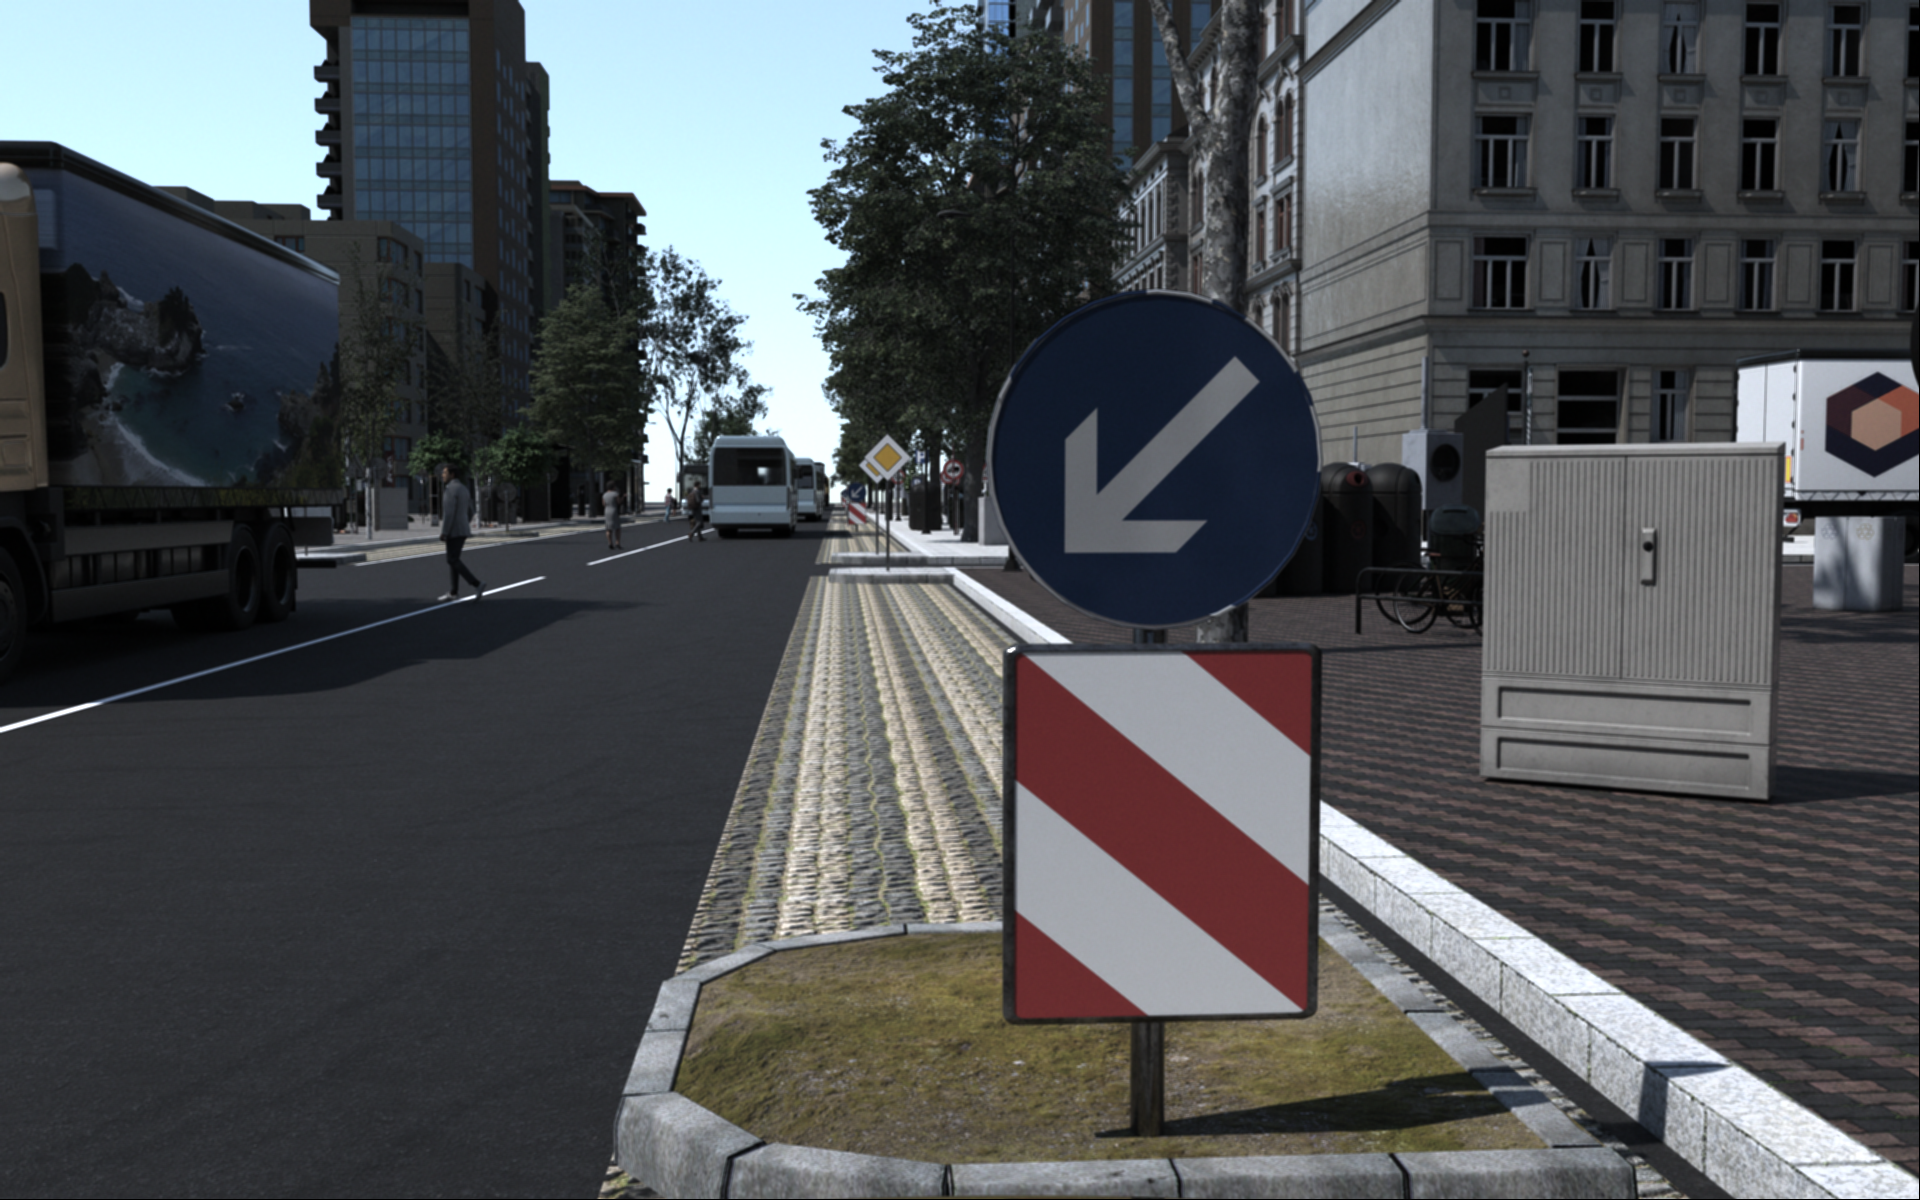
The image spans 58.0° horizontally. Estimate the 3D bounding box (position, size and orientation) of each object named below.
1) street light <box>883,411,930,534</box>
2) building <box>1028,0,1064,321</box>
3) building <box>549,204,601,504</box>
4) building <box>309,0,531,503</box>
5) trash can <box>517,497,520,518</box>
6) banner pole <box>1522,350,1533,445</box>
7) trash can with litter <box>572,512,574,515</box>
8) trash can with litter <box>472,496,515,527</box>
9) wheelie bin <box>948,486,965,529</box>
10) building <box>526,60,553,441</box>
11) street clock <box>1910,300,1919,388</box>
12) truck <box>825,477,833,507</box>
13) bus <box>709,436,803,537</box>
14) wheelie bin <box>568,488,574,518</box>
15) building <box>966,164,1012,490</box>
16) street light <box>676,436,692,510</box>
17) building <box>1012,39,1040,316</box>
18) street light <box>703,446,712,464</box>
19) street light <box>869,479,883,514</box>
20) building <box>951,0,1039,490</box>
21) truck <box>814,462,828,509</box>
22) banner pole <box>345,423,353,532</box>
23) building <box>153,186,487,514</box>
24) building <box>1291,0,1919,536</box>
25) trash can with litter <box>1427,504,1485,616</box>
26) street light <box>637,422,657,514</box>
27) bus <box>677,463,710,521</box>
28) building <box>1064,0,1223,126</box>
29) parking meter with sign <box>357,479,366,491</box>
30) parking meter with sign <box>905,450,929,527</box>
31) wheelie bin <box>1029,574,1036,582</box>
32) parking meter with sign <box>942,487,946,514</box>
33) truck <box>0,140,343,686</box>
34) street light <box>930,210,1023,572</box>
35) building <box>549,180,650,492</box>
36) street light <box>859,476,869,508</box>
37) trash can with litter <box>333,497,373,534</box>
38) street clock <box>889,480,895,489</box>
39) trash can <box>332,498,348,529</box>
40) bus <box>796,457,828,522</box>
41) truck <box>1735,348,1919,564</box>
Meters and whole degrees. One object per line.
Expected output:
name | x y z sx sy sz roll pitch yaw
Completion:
street light | -1.626 -5.076 55.532 1.470 5.913 1.316 0 4 -4
building | 17.611 -32.168 145.550 23.786 49.044 30.456 0 4 -4
building | -58.842 -32.141 217.391 32.217 40.220 23.993 0 4 -4
building | -44.282 -30.242 144.560 14.600 45.320 14.200 0 4 -4
trash can | -23.478 -4.984 93.138 0.748 1.137 0.748 0 3 0
banner pole | 9.773 -2.439 29.889 0.401 3.779 0.863 0 4 8
trash can with litter | -23.353 -5.562 102.332 1.055 1.170 0.624 0 4 4
trash can with litter | -18.393 -3.445 67.386 1.678 1.210 2.233 -2 4 -31
wheelie bin | -0.078 -3.462 64.508 0.693 1.594 0.980 -1 4 -21
building | -45.616 -29.061 158.743 14.154 41.232 14.086 0 4 -4
street clock | 3.273 -0.060 5.546 0.471 2.002 0.358 -2 4 -26
truck | -16.359 -12.456 199.579 3.469 3.379 9.791 0 4 -4
bus | -7.122 -4.057 61.188 2.948 3.499 13.247 0 4 -4
wheelie bin | -21.200 -5.220 93.253 0.980 1.594 0.693 -3 5 -40
building | 12.196 -34.971 226.395 22.147 44.769 28.867 0 4 -4
street light | -22.328 -10.224 139.711 1.470 5.913 1.316 0 4 -4
building | 12.625 -31.656 167.694 14.600 45.320 14.200 0 4 -4
street light | -24.182 -11.887 166.889 1.470 5.913 1.316 0 4 -4
street light | -3.489 -6.738 82.709 1.470 5.913 1.316 0 4 -4
building | 10.290 -57.631 254.939 22.319 86.520 31.000 0 4 -4
truck | -13.637 -10.331 157.823 2.839 4.237 11.283 0 4 -2
banner pole | -20.945 -4.240 59.343 0.401 3.779 0.863 -2 4 -34
building | -50.667 -17.015 123.231 27.650 21.520 28.899 0 4 -4
building | 27.850 -13.888 60.360 30.059 22.955 16.112 0 4 -4
trash can with litter | 5.342 -0.440 18.584 0.624 1.170 1.055 1 4 18
street light | -20.300 -8.537 112.122 1.470 5.913 1.316 0 4 -4
bus | -13.342 -6.127 95.043 2.948 3.499 13.247 0 4 -2
building | 15.097 -28.932 123.148 14.600 45.320 14.200 0 4 -4
parking meter with sign | -29.227 -5.411 84.734 0.543 3.016 1.738 -3 5 -42
parking meter with sign | -1.624 -4.335 67.139 0.543 3.016 1.738 1 4 9
wheelie bin | 1.392 -1.059 25.216 0.693 1.594 0.980 -1 4 -20
parking meter with sign | -0.725 -6.892 108.948 1.738 3.016 0.543 -2 4 -26
truck | -8.512 -1.656 15.995 2.839 4.237 11.283 0 4 -4
street light | 0.325 -3.427 28.576 1.470 5.913 1.316 0 4 -4
building | -55.922 -36.047 243.986 22.147 44.769 28.867 0 4 -4
street light | -5.517 -8.457 110.808 1.470 5.913 1.316 0 4 -4
trash can with litter | -20.189 -2.787 56.624 1.678 1.210 2.233 -2 4 -25
street clock | -3.635 -5.250 90.412 0.358 2.002 0.471 3 5 41
trash can | -22.679 -3.149 63.143 0.748 1.137 0.748 0 3 0
bus | -8.799 -6.031 93.467 2.948 3.499 13.247 0 4 -3
truck | 21.549 -2.798 34.660 11.283 4.237 2.839 0 4 -3
